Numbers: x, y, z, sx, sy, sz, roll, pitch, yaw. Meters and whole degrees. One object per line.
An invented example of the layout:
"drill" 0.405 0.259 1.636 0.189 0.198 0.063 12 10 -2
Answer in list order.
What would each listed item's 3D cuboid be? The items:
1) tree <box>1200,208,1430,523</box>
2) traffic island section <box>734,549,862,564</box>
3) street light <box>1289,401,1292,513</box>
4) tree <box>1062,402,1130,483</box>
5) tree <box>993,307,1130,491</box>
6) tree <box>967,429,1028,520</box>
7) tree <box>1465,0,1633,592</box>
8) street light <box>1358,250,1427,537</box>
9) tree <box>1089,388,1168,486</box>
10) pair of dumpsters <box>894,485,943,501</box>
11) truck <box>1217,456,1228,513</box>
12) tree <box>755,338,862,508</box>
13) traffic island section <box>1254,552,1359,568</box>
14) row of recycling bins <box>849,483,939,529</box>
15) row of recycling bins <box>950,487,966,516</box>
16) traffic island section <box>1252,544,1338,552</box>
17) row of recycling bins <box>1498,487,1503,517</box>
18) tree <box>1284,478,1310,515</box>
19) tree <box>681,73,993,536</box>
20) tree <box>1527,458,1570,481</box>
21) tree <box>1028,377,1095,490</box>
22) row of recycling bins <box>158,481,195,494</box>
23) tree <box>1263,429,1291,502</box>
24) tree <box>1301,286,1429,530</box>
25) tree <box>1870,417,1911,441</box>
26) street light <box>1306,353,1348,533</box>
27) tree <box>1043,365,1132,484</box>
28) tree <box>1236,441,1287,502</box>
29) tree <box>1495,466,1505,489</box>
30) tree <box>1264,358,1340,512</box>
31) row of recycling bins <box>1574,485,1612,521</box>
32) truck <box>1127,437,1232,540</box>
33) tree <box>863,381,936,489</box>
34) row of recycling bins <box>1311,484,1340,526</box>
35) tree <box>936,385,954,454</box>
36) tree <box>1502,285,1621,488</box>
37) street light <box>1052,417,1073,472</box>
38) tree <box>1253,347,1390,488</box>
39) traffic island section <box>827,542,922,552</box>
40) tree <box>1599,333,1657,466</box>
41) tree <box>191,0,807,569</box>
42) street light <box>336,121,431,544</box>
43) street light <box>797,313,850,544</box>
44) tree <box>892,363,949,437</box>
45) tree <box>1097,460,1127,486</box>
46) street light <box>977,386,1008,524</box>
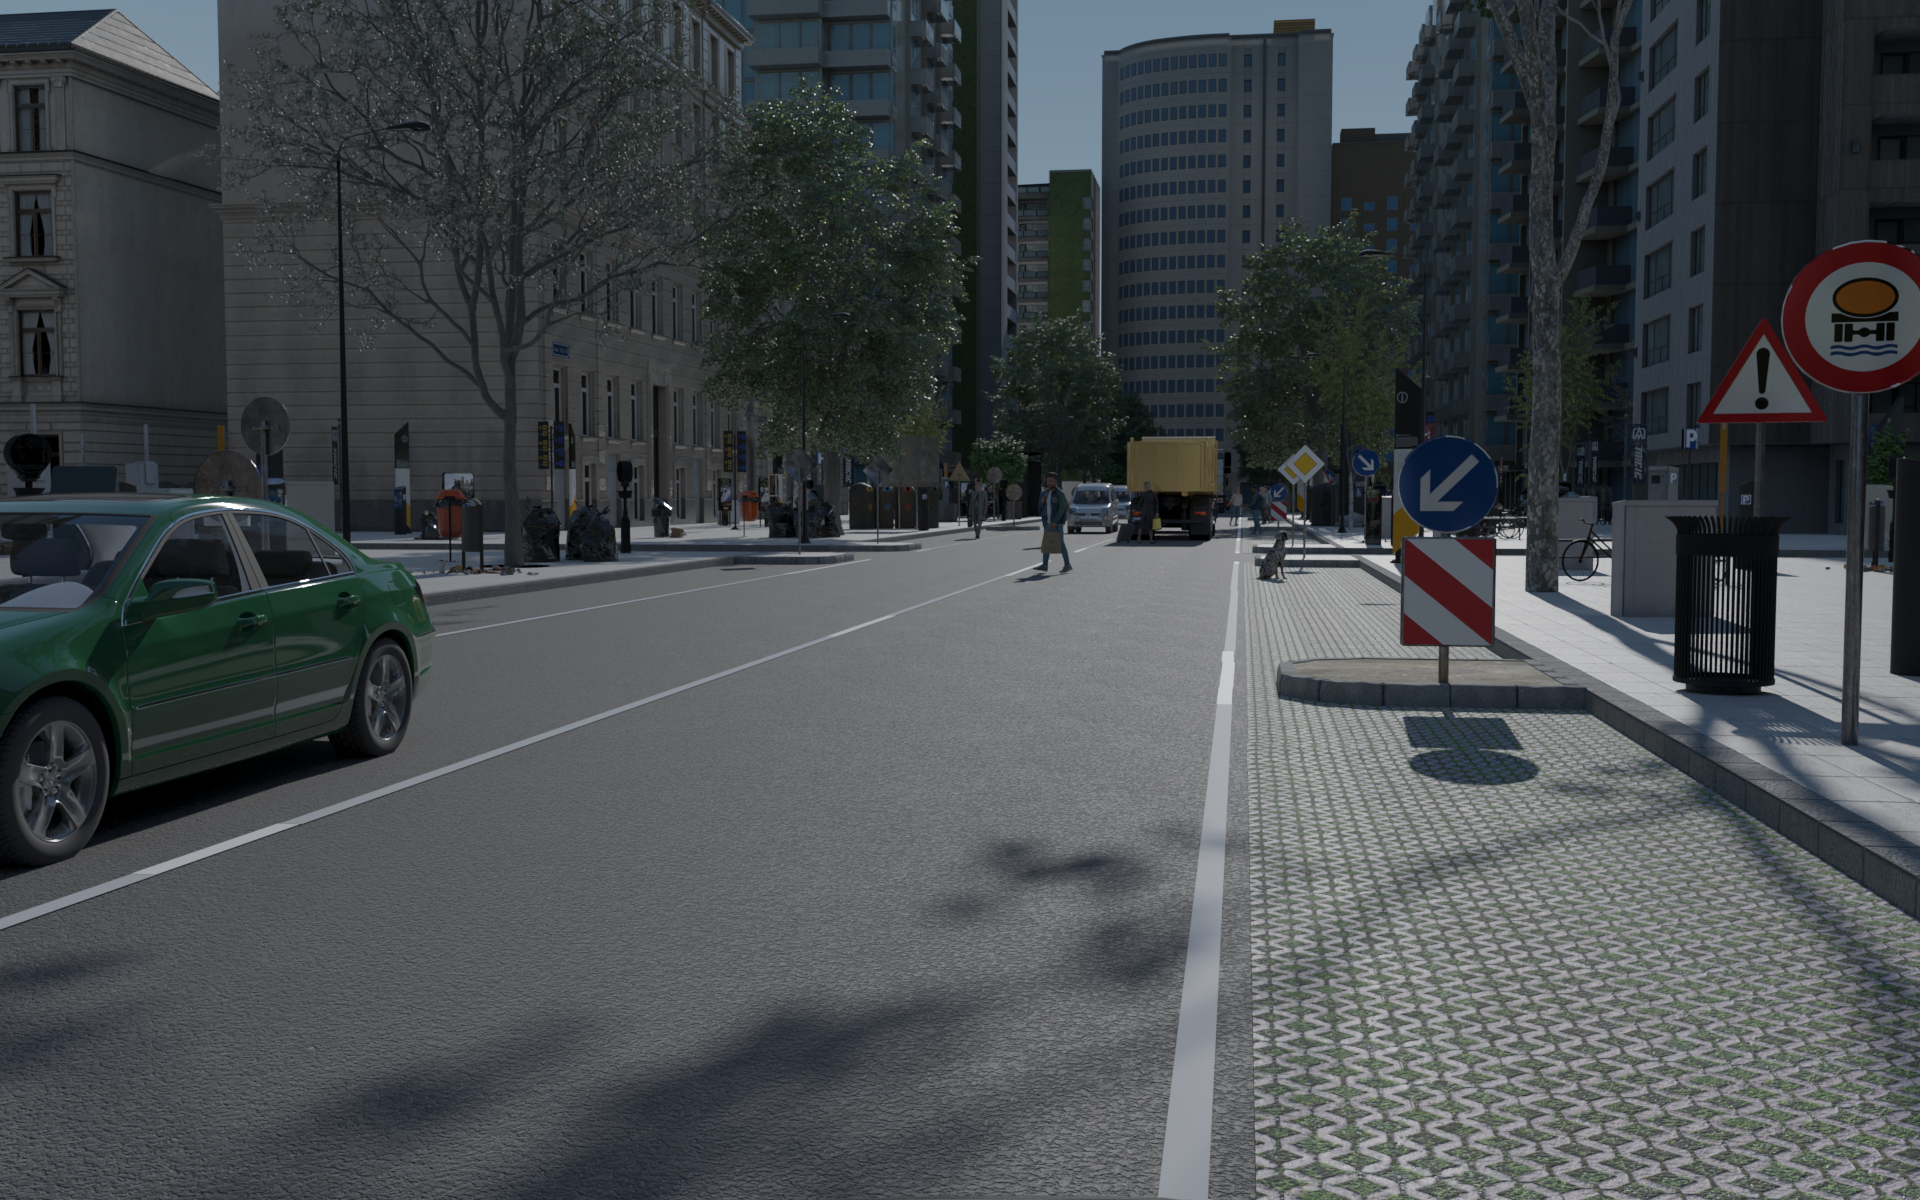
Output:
"tree" 15.910 -10.432 77.226 9.857 13.997 8.962 0 3 0
"traffic island section" -3.422 -0.884 36.731 2.009 0.180 2.903 1 4 9
"street light" 16.857 -6.967 86.452 1.470 5.913 1.316 1 4 9
"tree" 11.655 -13.256 151.145 7.601 10.594 8.767 2 4 27
"tree" 6.603 -12.891 117.416 9.857 13.997 8.962 0 3 0
"tree" 1.972 -6.336 87.304 4.285 4.588 4.351 0 3 0
"tree" 6.316 -10.135 21.594 12.611 20.169 13.585 0 3 0
"street light" 8.274 -3.699 33.025 1.470 5.913 1.316 1 4 9
"tree" 18.324 -16.555 187.678 9.611 12.733 9.660 0 3 0
"pair of dumpsters" -1.875 -4.485 75.822 1.574 2.255 4.437 1 4 9
"truck" 19.249 -8.857 133.722 2.839 4.237 11.283 1 4 9
"tree" -7.253 -7.748 77.045 4.360 8.622 3.978 0 3 0
"traffic island section" 6.982 -0.780 35.036 2.009 0.180 2.903 1 4 9
"row of recycling bins" -2.463 -3.500 64.338 3.534 1.692 1.069 -2 4 -27
"row of recycling bins" 0.074 -5.752 101.159 1.069 1.692 3.534 1 4 11
"traffic island section" 8.267 -1.262 42.917 2.009 0.180 2.903 1 4 9
"row of recycling bins" 26.996 -5.152 91.349 3.534 1.692 1.069 -1 4 -15
"tree" 20.661 -6.848 106.568 1.663 3.219 1.824 0 3 0
"tree" -3.932 -8.957 53.107 9.857 13.997 8.962 0 3 0
"tree" 25.431 -4.924 75.110 1.663 3.219 1.824 0 3 0
"tree" 6.333 -9.761 109.948 4.360 8.622 3.978 0 3 0
"row of recycling bins" -24.288 -2.996 56.101 1.069 1.692 3.534 3 5 41
"tree" 30.338 -13.096 164.480 4.360 8.622 3.978 0 3 0
"tree" 14.094 -6.789 61.358 4.737 8.622 4.395 0 3 0
"tree" 23.448 -2.997 43.608 1.663 3.219 1.824 0 3 0
"street light" 12.080 -5.171 57.093 1.470 5.913 1.316 1 4 9
"tree" 9.863 -12.829 135.502 9.928 11.665 9.643 0 3 0
"tree" 34.893 -16.744 190.766 9.611 12.733 9.660 0 3 0
"tree" 30.067 -6.312 97.805 1.663 3.219 1.824 0 3 0
"tree" 24.831 -12.265 126.293 9.928 11.665 9.643 0 3 0
"row of recycling bins" 29.805 -4.575 81.921 3.534 1.692 1.069 -3 5 -43
"truck" 7.157 -3.751 57.259 3.469 3.379 9.791 1 4 10
"tree" -4.263 -8.191 84.278 4.360 8.622 3.978 0 3 0
"row of recycling bins" 14.971 -3.858 70.197 1.069 1.692 3.534 1 4 22
"tree" -2.498 -9.697 108.907 4.360 8.622 3.978 0 3 0
"tree" 21.496 -6.807 61.650 4.737 8.622 4.395 0 3 0
"street light" 6.102 -8.036 103.925 1.470 5.913 1.316 1 4 9
"tree" 20.854 -10.212 101.374 8.767 10.594 7.601 1 4 13
"traffic island section" -2.137 -1.366 44.612 2.009 0.180 2.903 1 4 9
"tree" 30.822 -7.755 77.163 4.360 8.622 3.978 0 3 0
"tree" -7.930 -7.304 29.792 12.009 13.543 11.850 0 3 0
"street light" -7.266 -3.012 21.795 1.470 5.913 1.316 1 4 9
"street light" -3.498 -4.407 44.589 1.470 5.913 1.316 1 4 9
"tree" -2.714 -8.725 93.016 4.737 8.622 4.395 0 3 0
"tree" 14.324 -10.927 162.373 4.285 4.588 4.351 0 3 0
"street light" 1.355 -6.237 74.509 1.470 5.913 1.316 1 4 9
